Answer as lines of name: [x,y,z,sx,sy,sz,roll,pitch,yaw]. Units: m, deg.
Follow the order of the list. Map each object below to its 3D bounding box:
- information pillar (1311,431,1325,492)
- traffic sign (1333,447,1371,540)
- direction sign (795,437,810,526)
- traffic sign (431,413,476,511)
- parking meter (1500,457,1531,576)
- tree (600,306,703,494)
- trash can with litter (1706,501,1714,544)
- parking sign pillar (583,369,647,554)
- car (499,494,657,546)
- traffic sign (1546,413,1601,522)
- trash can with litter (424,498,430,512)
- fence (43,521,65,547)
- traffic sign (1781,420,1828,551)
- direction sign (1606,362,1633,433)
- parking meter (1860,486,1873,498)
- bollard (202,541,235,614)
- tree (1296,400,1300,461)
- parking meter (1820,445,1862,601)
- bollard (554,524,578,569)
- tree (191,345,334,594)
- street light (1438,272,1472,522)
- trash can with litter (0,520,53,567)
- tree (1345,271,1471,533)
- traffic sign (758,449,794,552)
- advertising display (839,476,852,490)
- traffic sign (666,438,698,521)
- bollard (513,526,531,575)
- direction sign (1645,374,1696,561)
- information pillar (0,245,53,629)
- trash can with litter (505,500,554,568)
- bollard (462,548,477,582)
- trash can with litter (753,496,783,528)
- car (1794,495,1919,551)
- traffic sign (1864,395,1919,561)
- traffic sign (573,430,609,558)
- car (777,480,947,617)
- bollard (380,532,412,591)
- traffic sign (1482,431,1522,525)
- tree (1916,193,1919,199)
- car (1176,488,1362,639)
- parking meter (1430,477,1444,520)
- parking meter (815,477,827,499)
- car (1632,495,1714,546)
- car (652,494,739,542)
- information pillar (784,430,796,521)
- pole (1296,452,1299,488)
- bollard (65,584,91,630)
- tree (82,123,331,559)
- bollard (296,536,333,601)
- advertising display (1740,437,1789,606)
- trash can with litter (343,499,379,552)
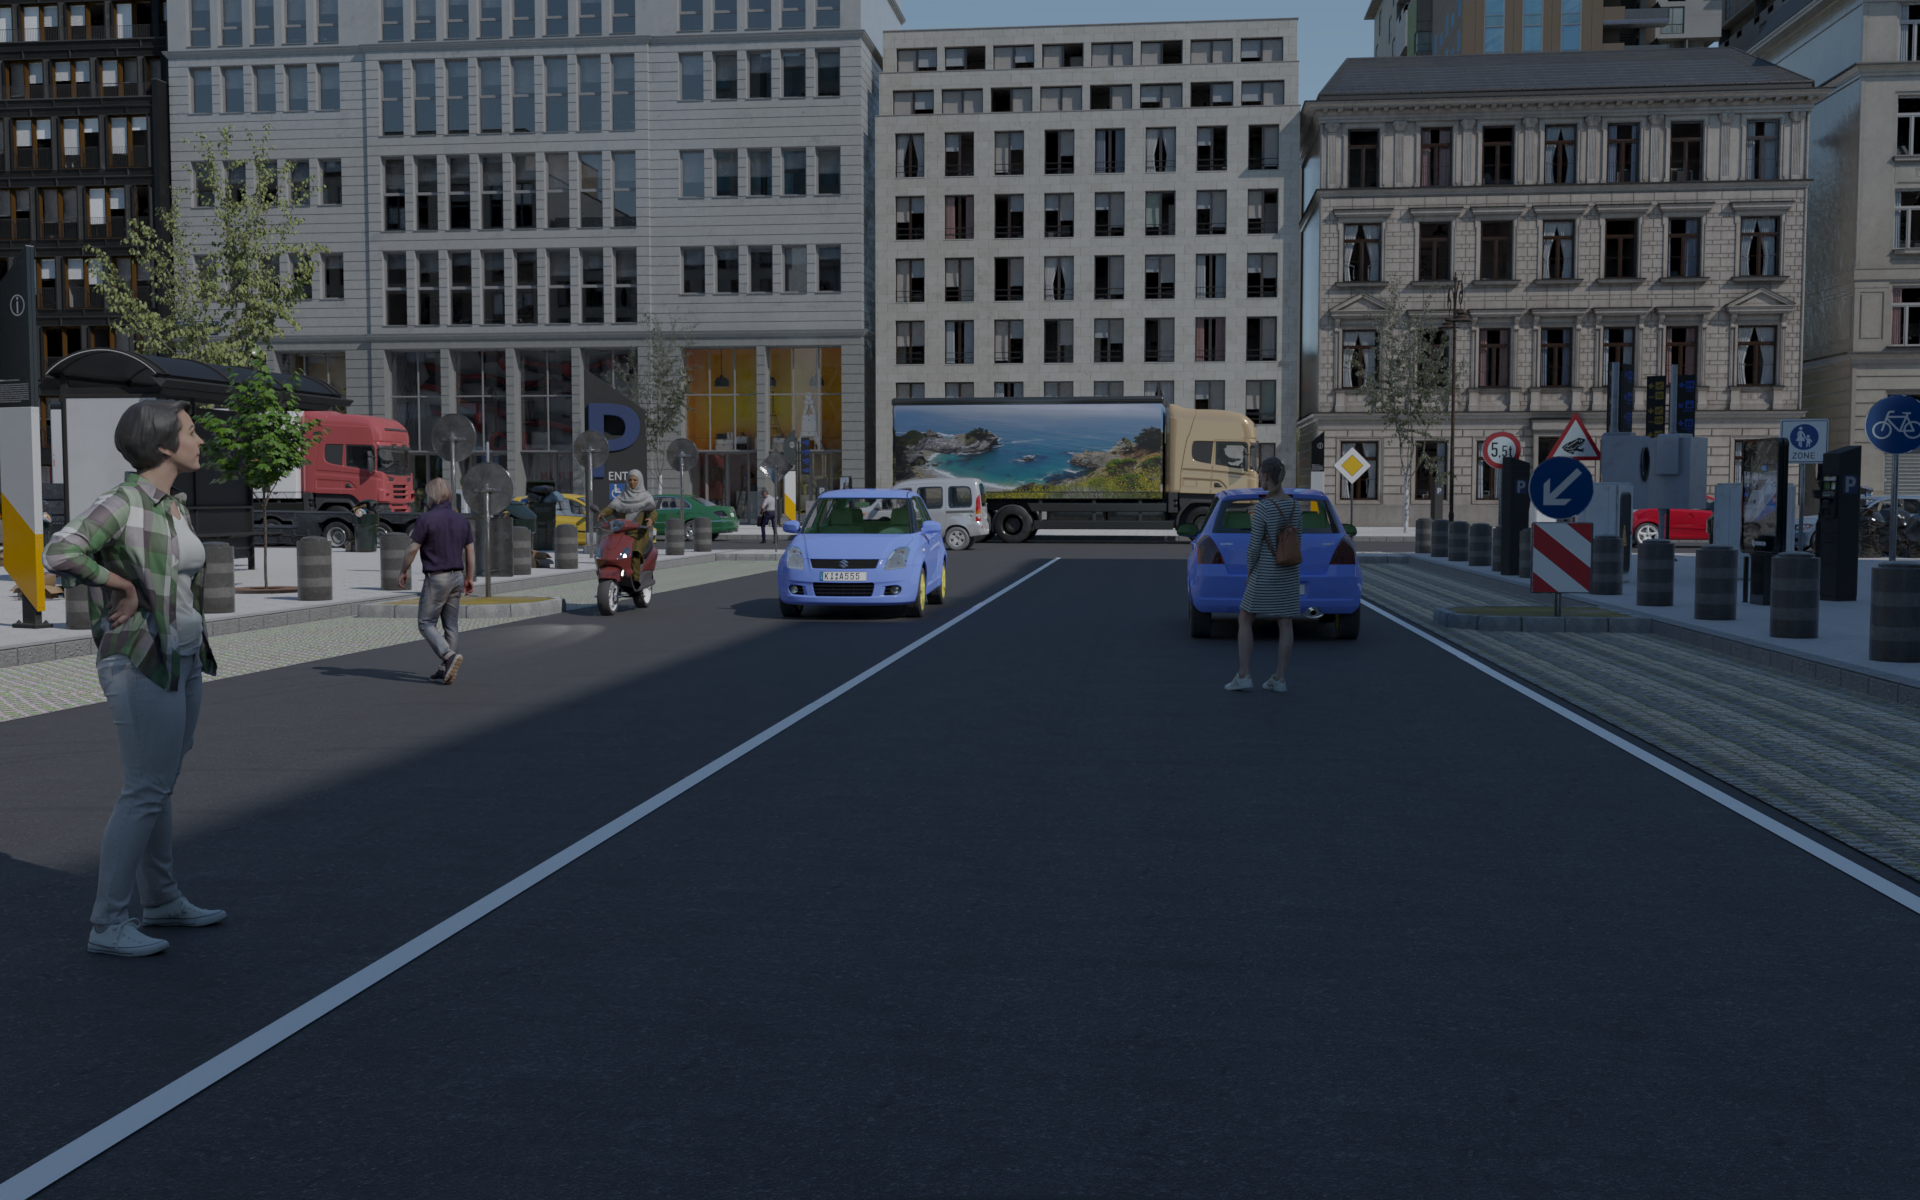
information pillar: [13.252,-4.450,64.111,0.504,3.616,0.183,1,4,22]
traffic sign: [8.333,-2.032,36.859,0.795,2.450,0.064,0,4,7]
direction sign: [-6.450,-4.733,69.382,0.876,3.537,0.379,0,4,7]
traffic sign: [-8.002,-1.667,27.360,0.768,2.556,0.104,1,4,12]
parking meter: [8.774,-1.323,27.346,0.399,1.863,0.255,-1,4,-23]
tree: [-11.896,-7.174,67.663,4.360,8.622,3.978,0,3,0]
trash can with litter: [13.298,-1.122,29.739,0.624,1.170,1.055,0,4,-7]
parking sign pillar: [-7.416,-2.989,37.339,1.447,3.967,1.447,-1,4,-16]
car: [-9.651,-2.045,43.663,3.980,1.641,2.015,0,4,7]
traffic sign: [9.814,-1.693,27.691,0.884,2.594,0.081,1,4,13]
trash can with litter: [-26.861,-4.570,86.112,1.055,1.170,0.624,1,4,17]
fence: [-19.395,-1.411,38.451,2.069,0.683,0.278,0,4,7]
traffic sign: [11.504,-1.318,23.672,0.606,2.300,0.079,1,4,15]
direction sign: [11.423,-2.327,30.049,0.876,3.537,0.379,-3,5,-43]
parking meter: [28.190,-2.782,53.890,0.372,1.533,0.369,0,3,0]
bollard: [-8.058,-0.245,18.721,0.404,0.777,0.398,0,3,0]
tree: [23.321,-10.343,119.475,4.737,8.622,4.395,0,3,0]
parking meter: [10.556,-0.922,20.785,0.399,1.863,0.255,-1,4,-19]
bollard: [-6.758,-0.918,29.720,0.404,0.777,0.398,0,3,0]
tree: [-9.231,-1.712,22.597,1.663,3.219,1.824,0,3,0]
street light: [10.313,-3.880,36.224,0.468,5.910,1.993,0,4,7]
trash can with litter: [-16.689,-1.184,30.742,1.055,1.170,0.624,-1,4,-22]
tree: [14.669,-6.503,56.693,4.360,8.622,3.978,0,3,0]
traffic sign: [-4.074,-2.122,38.333,0.795,2.450,0.064,0,4,7]
advertising display: [-4.131,-3.515,62.688,0.123,1.923,0.974,-2,4,-25]
traffic sign: [-6.323,-2.402,39.385,0.768,2.556,0.104,1,4,13]
bollard: [-7.022,-0.783,27.526,0.404,0.777,0.398,0,3,0]
direction sign: [13.543,-2.512,33.076,0.876,3.537,0.379,2,4,31]
information pillar: [-8.966,-1.540,16.531,0.504,3.616,0.183,2,4,26]
trash can with litter: [-7.532,-1.159,30.342,1.055,1.170,0.624,3,4,36]
bollard: [-7.275,-0.649,25.325,0.404,0.777,0.398,0,3,0]
trash can with litter: [-7.066,-3.422,67.013,1.678,1.210,2.233,-1,4,-14]
car: [22.365,-1.854,42.317,4.499,1.417,2.014,0,4,5]
traffic sign: [12.033,-1.357,22.301,0.768,2.556,0.104,1,4,16]
traffic sign: [-7.385,-2.112,34.635,0.768,2.556,0.104,1,4,12]
car: [-1.147,-0.716,21.301,1.945,1.707,3.694,0,4,5]
bollard: [-7.534,-0.515,23.130,0.404,0.777,0.398,0,3,0]
traffic sign: [10.984,-2.145,35.179,0.768,2.556,0.104,1,4,14]
tree: [17.002,-4.688,27.010,4.360,8.622,3.978,0,3,0]
car: [3.286,-0.544,18.493,1.945,1.707,3.694,0,4,7]
parking meter: [16.659,-3.350,60.485,0.399,1.863,0.255,-1,4,-22]
parking meter: [-4.724,-3.259,59.001,0.399,1.863,0.255,0,4,-7]
car: [19.743,-2.297,46.596,4.494,1.783,2.155,0,4,5]
car: [-9.264,-2.538,53.296,4.920,1.459,2.131,0,4,8]
information pillar: [-6.174,-4.375,62.886,0.504,3.616,0.183,-3,5,-43]
pole: [16.489,-5.567,84.864,0.158,3.312,0.155,0,3,0]
bollard: [-8.314,-0.110,16.515,0.404,0.777,0.398,0,3,0]
tree: [-14.429,-5.111,33.932,4.737,8.622,4.395,0,3,0]
bollard: [-7.795,-0.379,20.919,0.404,0.777,0.398,0,3,0]
advertising display: [9.286,-0.906,20.024,0.123,1.923,0.974,0,4,2]
trash can with litter: [-13.295,-1.643,38.245,1.055,1.170,0.624,3,5,40]
